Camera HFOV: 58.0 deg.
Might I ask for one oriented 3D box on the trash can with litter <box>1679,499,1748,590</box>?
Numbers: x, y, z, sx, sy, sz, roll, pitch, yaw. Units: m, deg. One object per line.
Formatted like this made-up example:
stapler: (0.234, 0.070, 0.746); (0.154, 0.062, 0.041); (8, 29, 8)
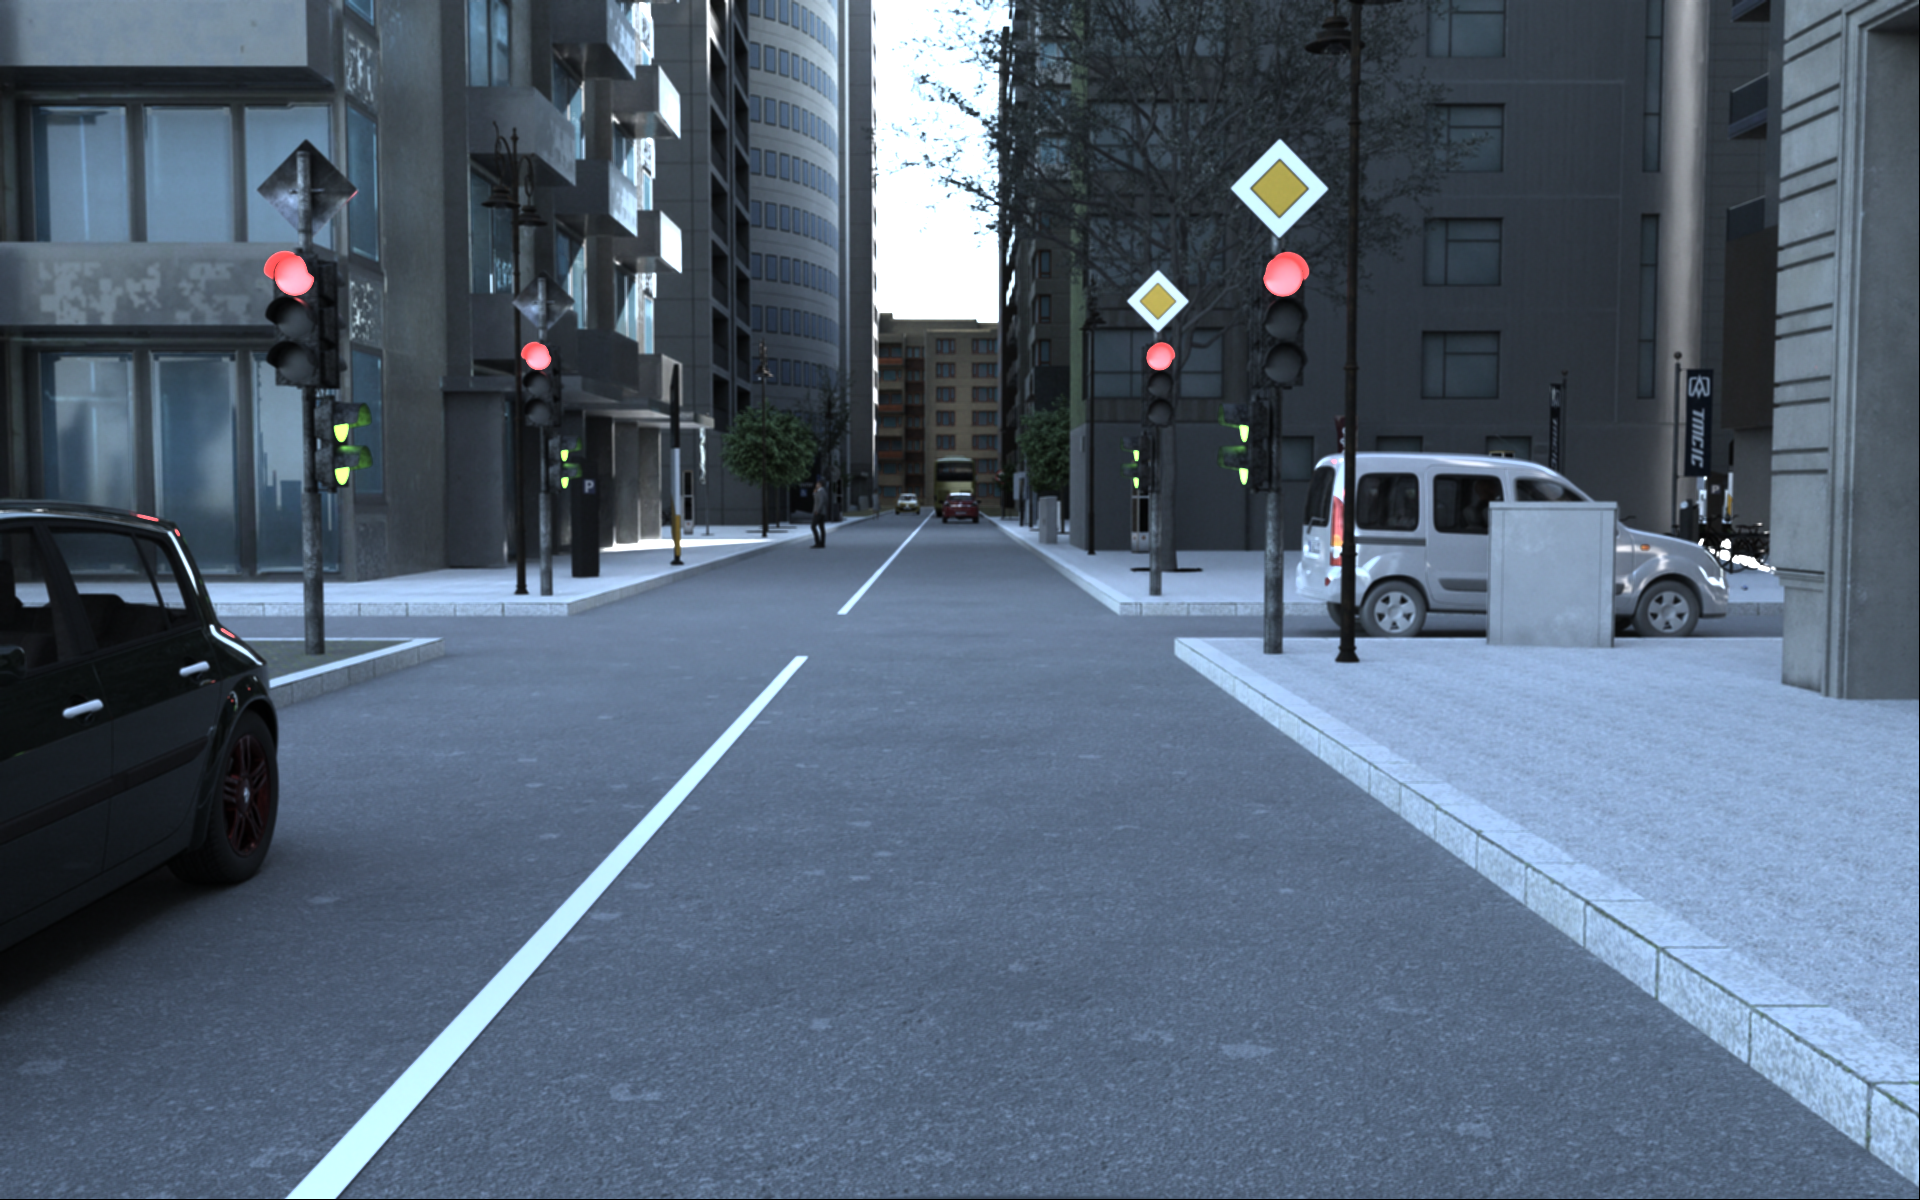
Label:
trash can with litter: (9.711, -0.749, 23.299); (1.678, 1.210, 2.233); (1, 4, 19)

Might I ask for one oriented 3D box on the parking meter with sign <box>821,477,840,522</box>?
parking meter with sign: (-6.339, -5.064, 79.051); (1.738, 3.016, 0.543); (1, 4, 15)

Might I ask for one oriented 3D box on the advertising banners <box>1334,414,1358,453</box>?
advertising banners: (9.219, -2.552, 37.907); (2.074, 3.025, 0.090); (1, 4, 19)

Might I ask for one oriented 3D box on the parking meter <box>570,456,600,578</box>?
parking meter: (-5.781, -1.286, 26.738); (0.255, 1.863, 0.399); (3, 5, 43)

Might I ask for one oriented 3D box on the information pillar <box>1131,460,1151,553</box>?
information pillar: (3.917, -2.022, 37.546); (0.304, 2.012, 0.304); (-1, 4, -23)

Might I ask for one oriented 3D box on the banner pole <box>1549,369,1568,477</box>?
banner pole: (11.942, -2.727, 34.596); (0.401, 3.779, 0.863); (3, 5, 44)

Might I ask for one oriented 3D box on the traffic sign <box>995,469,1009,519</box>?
traffic sign: (2.197, -5.438, 89.019); (0.768, 2.556, 0.104); (0, 4, 3)

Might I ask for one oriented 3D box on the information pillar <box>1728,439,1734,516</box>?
information pillar: (29.590, -4.577, 66.195); (0.183, 3.616, 0.504); (-1, 4, -20)

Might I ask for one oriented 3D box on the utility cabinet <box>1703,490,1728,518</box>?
utility cabinet: (40.299, -5.119, 92.369); (0.318, 1.500, 1.173); (-3, 4, -38)

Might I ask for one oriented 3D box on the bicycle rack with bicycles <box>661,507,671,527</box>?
bicycle rack with bicycles: (-12.395, -3.359, 68.303); (2.925, 0.926, 2.852); (0, 4, -7)

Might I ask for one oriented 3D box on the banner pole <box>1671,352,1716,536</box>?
banner pole: (12.862, -2.481, 30.576); (0.863, 3.779, 0.401); (0, 4, 1)

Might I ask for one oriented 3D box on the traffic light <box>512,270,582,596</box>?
traffic light: (-5.204, -2.009, 21.760); (0.839, 4.253, 0.868); (0, 4, 0)

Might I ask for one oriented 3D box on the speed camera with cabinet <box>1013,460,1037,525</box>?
speed camera with cabinet: (2.722, -4.771, 72.333); (0.660, 3.252, 2.038); (1, 4, 16)

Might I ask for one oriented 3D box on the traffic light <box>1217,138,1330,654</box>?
traffic light: (2.503, -1.524, 13.835); (0.839, 4.253, 0.868); (0, 4, 0)

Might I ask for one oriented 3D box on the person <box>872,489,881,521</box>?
person: (-4.525, -5.156, 93.555); (0.466, 1.731, 0.760); (0, 4, 6)

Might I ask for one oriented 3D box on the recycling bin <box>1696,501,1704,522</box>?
recycling bin: (27.158, -3.177, 64.500); (0.722, 1.027, 0.722); (-2, 4, -28)

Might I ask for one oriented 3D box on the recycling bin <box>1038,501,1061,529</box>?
recycling bin: (3.251, -3.082, 62.938); (0.722, 1.027, 0.722); (1, 4, 11)

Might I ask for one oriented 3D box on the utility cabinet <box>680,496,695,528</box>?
utility cabinet: (-10.400, -3.311, 65.295); (0.306, 1.237, 1.020); (1, 4, 23)

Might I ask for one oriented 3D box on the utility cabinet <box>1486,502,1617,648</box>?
utility cabinet: (5.012, -0.215, 14.684); (1.020, 1.237, 0.306); (1, 4, 19)

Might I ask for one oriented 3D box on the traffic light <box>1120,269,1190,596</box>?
traffic light: (2.457, -2.012, 21.820); (0.839, 4.253, 0.868); (0, 4, 0)

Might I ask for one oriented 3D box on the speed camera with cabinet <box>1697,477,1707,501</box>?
speed camera with cabinet: (35.293, -5.415, 82.877); (0.660, 3.252, 2.038); (2, 4, 30)

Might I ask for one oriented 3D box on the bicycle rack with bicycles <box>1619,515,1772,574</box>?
bicycle rack with bicycles: (13.000, -0.950, 28.918); (2.925, 0.926, 2.852); (0, 4, -5)

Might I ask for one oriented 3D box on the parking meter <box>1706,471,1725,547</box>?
parking meter: (18.402, -2.230, 42.179); (0.399, 1.863, 0.255); (2, 4, 24)

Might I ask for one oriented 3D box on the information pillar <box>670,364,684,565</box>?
information pillar: (-5.165, -2.451, 31.429); (0.183, 3.616, 0.504); (-1, 4, -19)

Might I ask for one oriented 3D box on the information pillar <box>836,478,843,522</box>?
information pillar: (-5.591, -4.633, 80.248); (0.304, 2.012, 0.304); (0, 4, -1)

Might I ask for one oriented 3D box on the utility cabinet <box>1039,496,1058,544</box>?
utility cabinet: (2.287, -2.078, 45.130); (0.306, 1.237, 1.020); (-1, 4, -9)

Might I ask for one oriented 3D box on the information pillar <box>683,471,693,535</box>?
information pillar: (-8.620, -3.083, 54.905); (0.304, 2.012, 0.304); (-1, 4, -9)

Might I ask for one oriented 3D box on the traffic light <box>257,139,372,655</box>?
traffic light: (-5.158, -1.520, 13.775); (0.839, 4.253, 0.868); (0, 4, 0)

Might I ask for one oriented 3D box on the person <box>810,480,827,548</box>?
person: (-3.770, -2.292, 46.150); (0.473, 1.802, 0.592); (1, 4, 22)

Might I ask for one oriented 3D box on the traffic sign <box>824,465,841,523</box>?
traffic sign: (-5.639, -4.662, 76.335); (0.768, 2.556, 0.104); (0, 4, 6)

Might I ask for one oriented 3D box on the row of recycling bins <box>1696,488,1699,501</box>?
row of recycling bins: (30.661, -4.058, 73.454); (1.069, 1.692, 3.534); (1, 4, 18)

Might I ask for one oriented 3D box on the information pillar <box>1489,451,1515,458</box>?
information pillar: (9.291, -1.545, 29.752); (0.304, 2.012, 0.304); (-2, 4, -35)

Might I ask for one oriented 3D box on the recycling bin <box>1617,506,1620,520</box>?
recycling bin: (34.224, -4.694, 89.305); (0.722, 1.027, 0.722); (1, 4, 12)

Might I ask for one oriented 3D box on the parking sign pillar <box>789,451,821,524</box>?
parking sign pillar: (-6.660, -5.278, 74.774); (1.447, 3.967, 1.447); (2, 4, 26)

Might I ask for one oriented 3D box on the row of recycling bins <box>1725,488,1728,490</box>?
row of recycling bins: (42.041, -5.234, 92.681); (1.069, 1.692, 3.534); (0, 4, -7)
